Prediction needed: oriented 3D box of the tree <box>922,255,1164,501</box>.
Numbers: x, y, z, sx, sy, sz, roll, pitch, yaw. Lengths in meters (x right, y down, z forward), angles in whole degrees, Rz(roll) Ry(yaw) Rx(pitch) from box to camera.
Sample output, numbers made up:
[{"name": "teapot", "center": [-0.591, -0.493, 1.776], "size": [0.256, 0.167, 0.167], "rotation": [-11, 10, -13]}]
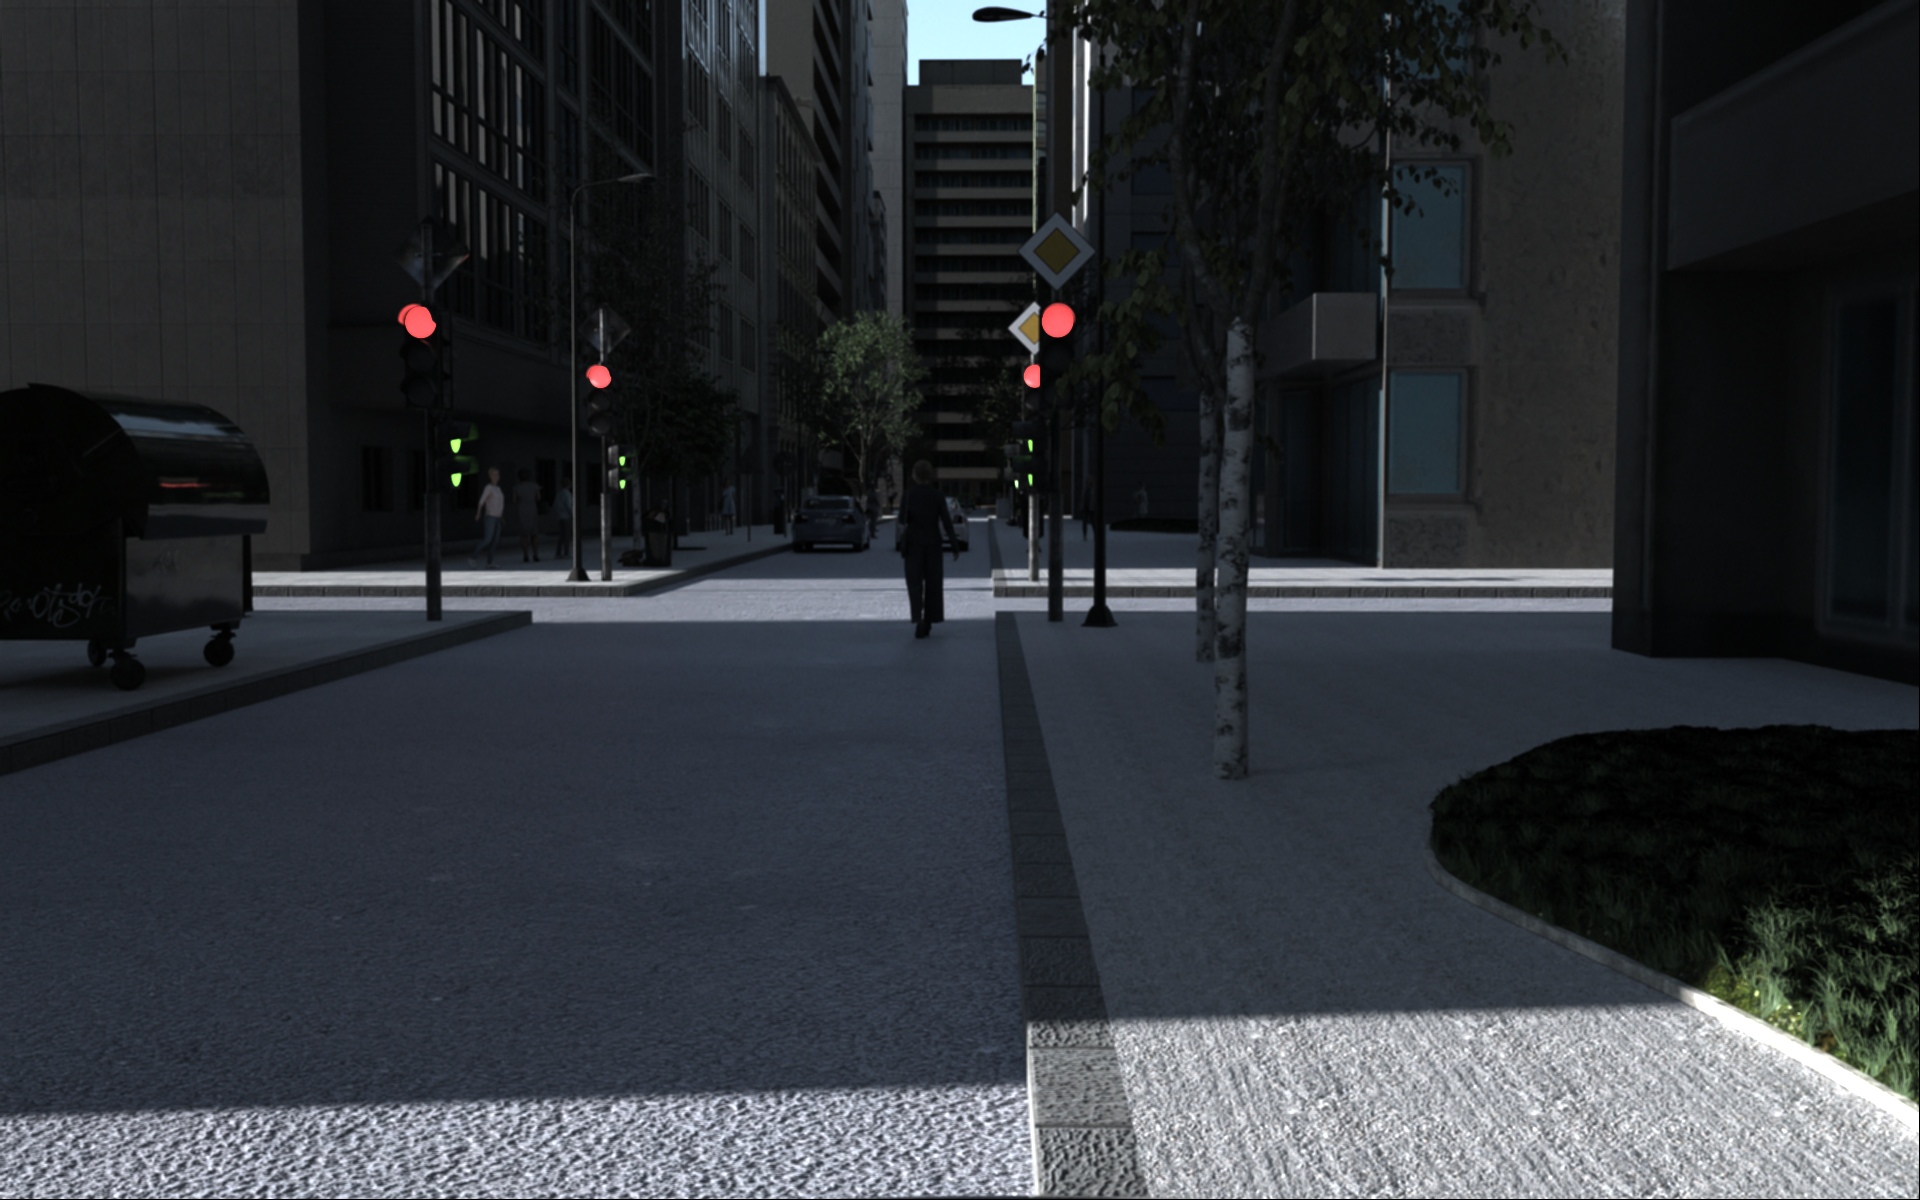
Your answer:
[{"name": "tree", "center": [2.856, -7.854, 62.819], "size": [8.767, 10.594, 7.601], "rotation": [-1, 4, -13]}]

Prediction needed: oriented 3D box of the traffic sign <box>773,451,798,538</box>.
[{"name": "traffic sign", "center": [-5.148, -3.110, 50.953], "size": [0.768, 2.556, 0.104], "rotation": [1, 4, 9]}]

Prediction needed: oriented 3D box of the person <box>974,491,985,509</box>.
[{"name": "person", "center": [1.706, -9.296, 161.226], "size": [1.217, 1.736, 0.721], "rotation": [1, 4, 13]}]

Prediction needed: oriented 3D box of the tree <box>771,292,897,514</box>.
[{"name": "tree", "center": [-5.182, -6.964, 64.220], "size": [4.360, 8.622, 3.978], "rotation": [0, 3, 0]}]

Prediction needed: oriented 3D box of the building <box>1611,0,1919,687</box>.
[{"name": "building", "center": [15.912, -23.156, 2.297], "size": [21.300, 48.544, 21.600], "rotation": [0, 4, 1]}]

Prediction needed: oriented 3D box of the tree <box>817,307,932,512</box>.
[{"name": "tree", "center": [-5.338, -10.422, 96.162], "size": [9.928, 11.665, 9.643], "rotation": [0, 3, 0]}]

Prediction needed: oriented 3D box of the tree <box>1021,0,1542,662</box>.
[{"name": "tree", "center": [2.131, -3.835, 13.072], "size": [4.360, 8.622, 3.978], "rotation": [0, 3, 0]}]

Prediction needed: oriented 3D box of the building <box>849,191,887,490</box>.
[{"name": "building", "center": [-14.129, -24.187, 167.152], "size": [14.107, 30.474, 14.160], "rotation": [0, 4, 1]}]

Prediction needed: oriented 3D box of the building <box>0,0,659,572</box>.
[{"name": "building", "center": [-15.975, -15.049, 39.557], "size": [14.314, 27.812, 24.014], "rotation": [0, 4, 1]}]

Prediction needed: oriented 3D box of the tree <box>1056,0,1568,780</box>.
[{"name": "tree", "center": [1.406, -3.510, 7.756], "size": [4.737, 8.622, 4.395], "rotation": [0, 3, 0]}]

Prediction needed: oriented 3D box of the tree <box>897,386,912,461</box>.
[{"name": "tree", "center": [-5.183, -9.391, 103.913], "size": [4.360, 8.622, 3.978], "rotation": [0, 3, 0]}]

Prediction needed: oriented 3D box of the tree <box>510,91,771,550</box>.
[{"name": "tree", "center": [-6.059, -4.988, 31.910], "size": [4.360, 8.622, 3.978], "rotation": [0, 3, 0]}]

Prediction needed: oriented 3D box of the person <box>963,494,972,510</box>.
[{"name": "person", "center": [0.489, -6.513, 118.208], "size": [0.599, 1.433, 0.991], "rotation": [-2, 4, -34]}]

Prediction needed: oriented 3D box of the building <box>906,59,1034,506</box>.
[{"name": "building", "center": [4.857, -35.076, 197.192], "size": [21.600, 48.544, 21.300], "rotation": [0, 4, 1]}]

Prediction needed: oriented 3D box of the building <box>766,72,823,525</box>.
[{"name": "building", "center": [-12.129, -14.188, 81.124], "size": [9.793, 20.994, 18.267], "rotation": [0, 4, 1]}]

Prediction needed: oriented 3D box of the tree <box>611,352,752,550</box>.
[{"name": "tree", "center": [-6.507, -3.441, 39.979], "size": [4.285, 4.588, 4.351], "rotation": [0, 3, 0]}]

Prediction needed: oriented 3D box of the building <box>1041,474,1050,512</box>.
[{"name": "building", "center": [22.285, -26.877, 131.322], "size": [32.217, 40.220, 23.993], "rotation": [0, 4, 1]}]

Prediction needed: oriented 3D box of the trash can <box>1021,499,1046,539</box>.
[{"name": "trash can", "center": [2.118, -2.341, 49.923], "size": [0.748, 1.137, 0.748], "rotation": [0, 3, 0]}]

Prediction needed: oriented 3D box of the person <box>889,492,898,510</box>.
[{"name": "person", "center": [-5.236, -7.739, 135.802], "size": [0.697, 1.427, 0.421], "rotation": [-1, 4, -17]}]

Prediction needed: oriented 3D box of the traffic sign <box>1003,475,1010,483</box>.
[{"name": "traffic sign", "center": [2.513, -5.191, 84.981], "size": [0.768, 2.556, 0.104], "rotation": [0, 4, 6]}]

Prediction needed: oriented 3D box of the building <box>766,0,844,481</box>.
[{"name": "building", "center": [-19.050, -29.806, 111.026], "size": [21.300, 48.544, 21.600], "rotation": [0, 4, 1]}]

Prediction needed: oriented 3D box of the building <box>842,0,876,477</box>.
[{"name": "building", "center": [-20.857, -33.406, 135.430], "size": [28.713, 52.752, 27.495], "rotation": [0, 4, 1]}]

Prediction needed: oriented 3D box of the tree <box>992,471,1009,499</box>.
[{"name": "tree", "center": [3.664, -9.688, 152.997], "size": [1.663, 3.219, 1.824], "rotation": [0, 3, 0]}]

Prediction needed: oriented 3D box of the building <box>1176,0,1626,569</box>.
[{"name": "building", "center": [20.123, -25.560, 37.518], "size": [30.456, 49.044, 23.786], "rotation": [0, 4, 1]}]

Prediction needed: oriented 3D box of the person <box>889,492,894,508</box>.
[{"name": "person", "center": [-6.018, -8.779, 152.765], "size": [0.628, 1.438, 0.799], "rotation": [0, 4, -8]}]

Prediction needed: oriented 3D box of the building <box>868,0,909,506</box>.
[{"name": "building", "center": [-20.054, -40.046, 196.758], "size": [28.212, 58.520, 21.231], "rotation": [0, 4, 1]}]

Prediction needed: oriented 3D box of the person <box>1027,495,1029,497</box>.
[{"name": "person", "center": [4.099, -6.304, 109.896], "size": [0.721, 1.735, 1.217], "rotation": [3, 5, 45]}]

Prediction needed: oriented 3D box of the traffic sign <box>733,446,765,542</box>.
[{"name": "traffic sign", "center": [-5.662, -2.841, 46.462], "size": [0.884, 2.594, 0.081], "rotation": [0, 4, 3]}]

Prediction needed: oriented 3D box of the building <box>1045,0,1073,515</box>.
[{"name": "building", "center": [12.703, -28.265, 112.249], "size": [14.600, 45.320, 14.200], "rotation": [0, 4, 1]}]

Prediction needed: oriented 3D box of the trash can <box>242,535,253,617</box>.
[{"name": "trash can", "center": [-7.686, -0.388, 17.996], "size": [0.748, 1.137, 0.748], "rotation": [0, 3, 0]}]

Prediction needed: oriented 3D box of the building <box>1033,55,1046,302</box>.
[{"name": "building", "center": [13.958, -29.445, 165.025], "size": [14.154, 41.232, 14.086], "rotation": [0, 4, 1]}]

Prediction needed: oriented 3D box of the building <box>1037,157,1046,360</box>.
[{"name": "building", "center": [13.642, -23.196, 150.948], "size": [14.160, 30.474, 14.107], "rotation": [0, 4, 1]}]

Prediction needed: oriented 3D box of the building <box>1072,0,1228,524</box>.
[{"name": "building", "center": [16.109, -33.226, 85.237], "size": [21.231, 58.520, 28.212], "rotation": [0, 4, 1]}]

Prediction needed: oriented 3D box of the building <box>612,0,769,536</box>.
[{"name": "building", "center": [-14.155, -14.920, 61.972], "size": [12.078, 24.808, 19.932], "rotation": [0, 4, 1]}]
